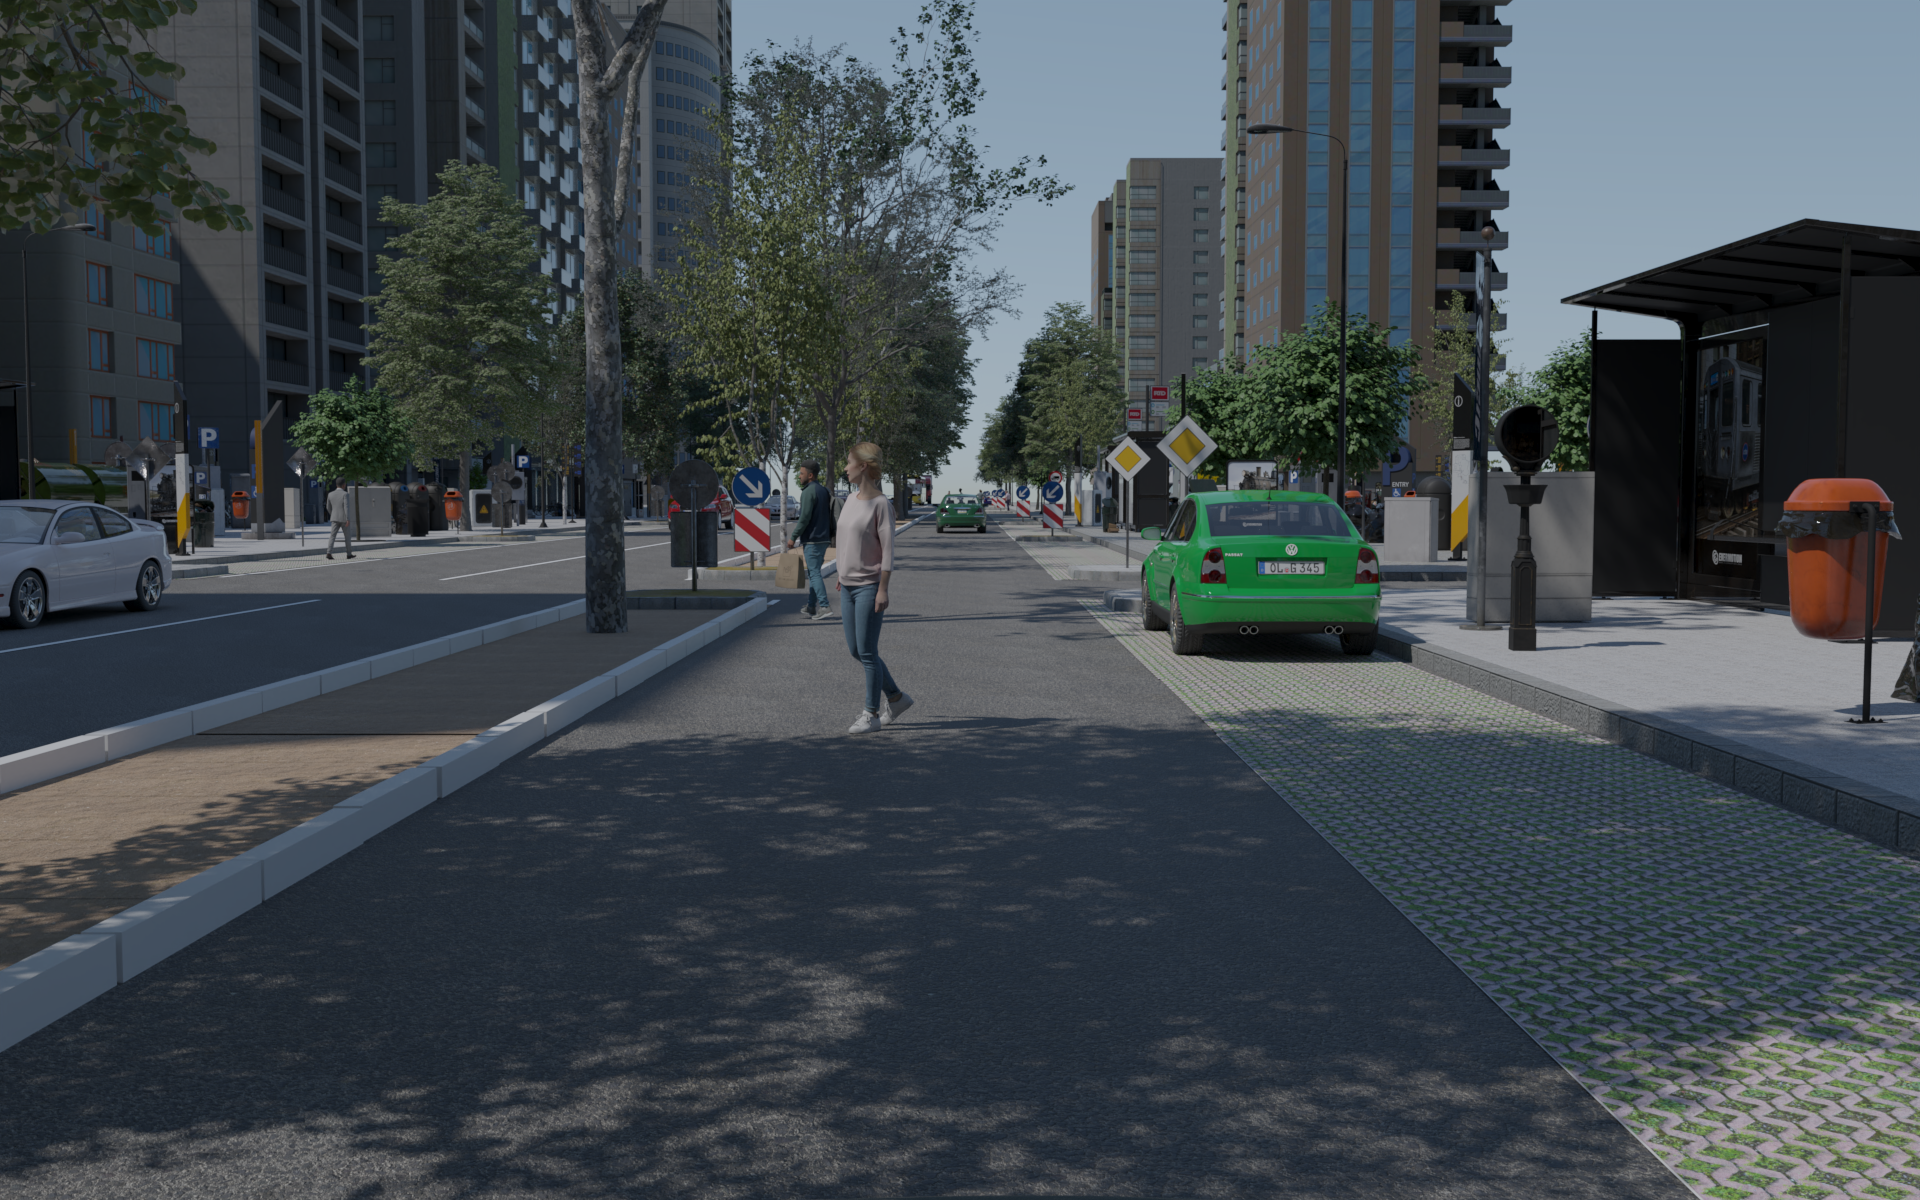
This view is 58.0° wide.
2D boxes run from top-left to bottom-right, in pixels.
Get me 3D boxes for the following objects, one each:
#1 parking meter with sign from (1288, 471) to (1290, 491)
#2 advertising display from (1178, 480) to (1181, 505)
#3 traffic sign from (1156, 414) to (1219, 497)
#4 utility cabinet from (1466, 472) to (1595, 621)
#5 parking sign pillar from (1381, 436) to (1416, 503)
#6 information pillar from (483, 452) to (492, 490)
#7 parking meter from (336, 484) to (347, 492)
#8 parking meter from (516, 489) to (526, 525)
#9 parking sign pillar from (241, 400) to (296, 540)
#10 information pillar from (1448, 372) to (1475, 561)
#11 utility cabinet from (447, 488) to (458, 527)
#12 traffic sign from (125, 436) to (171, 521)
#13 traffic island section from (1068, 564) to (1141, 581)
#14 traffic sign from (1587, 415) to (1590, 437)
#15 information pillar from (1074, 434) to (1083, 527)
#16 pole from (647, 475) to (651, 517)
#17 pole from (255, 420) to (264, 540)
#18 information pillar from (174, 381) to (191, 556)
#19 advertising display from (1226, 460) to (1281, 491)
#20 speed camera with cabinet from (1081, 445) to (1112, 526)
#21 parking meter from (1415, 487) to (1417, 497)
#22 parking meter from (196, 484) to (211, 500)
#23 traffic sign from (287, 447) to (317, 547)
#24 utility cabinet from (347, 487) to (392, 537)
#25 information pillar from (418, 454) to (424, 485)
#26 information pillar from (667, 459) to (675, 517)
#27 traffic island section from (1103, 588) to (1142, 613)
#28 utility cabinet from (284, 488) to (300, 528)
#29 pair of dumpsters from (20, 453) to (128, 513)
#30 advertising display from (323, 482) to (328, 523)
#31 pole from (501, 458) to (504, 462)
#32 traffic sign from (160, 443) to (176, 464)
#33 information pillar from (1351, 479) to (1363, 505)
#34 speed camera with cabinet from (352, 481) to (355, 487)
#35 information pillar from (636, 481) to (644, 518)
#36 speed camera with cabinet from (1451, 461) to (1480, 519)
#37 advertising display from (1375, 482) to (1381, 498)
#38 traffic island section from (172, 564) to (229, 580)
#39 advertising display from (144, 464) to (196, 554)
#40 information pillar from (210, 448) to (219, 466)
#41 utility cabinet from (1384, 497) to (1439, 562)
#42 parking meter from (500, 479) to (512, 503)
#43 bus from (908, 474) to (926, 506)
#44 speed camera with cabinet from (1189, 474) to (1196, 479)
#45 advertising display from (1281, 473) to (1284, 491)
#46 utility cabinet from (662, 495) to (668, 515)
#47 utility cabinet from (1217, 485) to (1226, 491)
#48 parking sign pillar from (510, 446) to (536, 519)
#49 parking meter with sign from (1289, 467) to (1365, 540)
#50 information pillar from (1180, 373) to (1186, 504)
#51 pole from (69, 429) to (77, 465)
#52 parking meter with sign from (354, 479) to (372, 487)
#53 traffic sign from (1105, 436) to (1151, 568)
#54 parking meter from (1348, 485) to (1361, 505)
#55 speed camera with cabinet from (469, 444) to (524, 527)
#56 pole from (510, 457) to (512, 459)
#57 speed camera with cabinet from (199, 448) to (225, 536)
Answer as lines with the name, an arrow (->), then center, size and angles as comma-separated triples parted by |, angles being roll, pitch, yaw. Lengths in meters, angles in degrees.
parking meter with sign -> 8.633, -2.899, 43.658 | 1.738, 3.016, 0.543 | -2, 4, -31
advertising display -> 9.956, -4.477, 78.406 | 0.123, 1.923, 0.974 | 0, 4, 4
traffic sign -> 2.865, -1.118, 21.928 | 0.795, 2.450, 0.064 | 0, 4, 0
utility cabinet -> 5.695, -0.528, 17.320 | 1.173, 1.500, 0.318 | 0, 4, -4
parking sign pillar -> 17.700, -4.979, 69.885 | 1.447, 3.967, 1.447 | 3, 4, 36
information pillar -> -25.884, -6.334, 94.922 | 0.504, 3.616, 0.183 | -1, 4, -20
parking meter -> -25.511, -4.024, 71.496 | 0.399, 1.863, 0.255 | 1, 4, 20
parking meter -> -18.327, -3.905, 72.265 | 0.372, 1.533, 0.369 | 0, 3, 0
parking sign pillar -> -19.732, -3.721, 49.311 | 1.447, 3.967, 1.447 | 0, 4, 3
information pillar -> 9.622, -2.558, 33.185 | 0.183, 3.616, 0.504 | -2, 4, -28
utility cabinet -> -19.791, -3.518, 66.199 | 1.173, 1.500, 0.318 | 1, 4, 12
traffic sign -> -14.050, -1.612, 29.995 | 0.795, 2.450, 0.064 | 0, 4, 0
traffic island section -> 2.918, -0.472, 29.991 | 2.009, 0.180, 2.903 | 0, 4, 0
traffic sign -> 8.664, -1.398, 22.960 | 0.768, 2.556, 0.104 | 0, 4, 1
information pillar -> 4.654, -4.694, 68.094 | 0.183, 3.616, 0.504 | -2, 4, -25
pole -> -17.072, -6.184, 94.954 | 0.158, 3.312, 0.155 | 0, 3, 0
pole -> -19.451, -3.318, 48.085 | 0.158, 3.312, 0.155 | 0, 3, 0
information pillar -> -16.081, -2.719, 35.803 | 0.183, 3.616, 0.504 | -3, 5, -45
advertising display -> 5.487, -1.673, 32.567 | 0.974, 1.923, 0.123 | 1, 4, 13
speed camera with cabinet -> 5.503, -4.610, 69.713 | 0.660, 3.252, 2.038 | 2, 4, 26
parking meter -> 12.870, -2.440, 48.309 | 0.372, 1.533, 0.369 | 0, 3, 0
parking meter -> -19.594, -2.232, 44.907 | 0.372, 1.533, 0.369 | 0, 3, 0
traffic sign -> -16.010, -2.505, 42.143 | 0.795, 2.450, 0.064 | 1, 4, 9
utility cabinet -> -17.376, -2.586, 50.968 | 1.173, 1.500, 0.318 | -2, 4, -29
information pillar -> -28.366, -6.105, 91.172 | 0.504, 3.616, 0.183 | 3, 5, 42
information pillar -> -16.061, -6.417, 96.265 | 0.504, 3.616, 0.183 | 2, 4, 35
traffic island section -> 2.889, 0.017, 22.006 | 2.009, 0.180, 2.903 | 0, 4, 0
utility cabinet -> -25.051, -3.404, 64.327 | 1.173, 1.500, 0.318 | 2, 4, 25
pair of dumpsters -> -20.513, -2.280, 39.777 | 1.574, 2.255, 4.437 | 0, 4, 0
advertising display -> -28.710, -4.463, 78.188 | 0.123, 1.923, 0.974 | -3, 4, -36
pole -> -25.983, -6.399, 98.461 | 0.158, 3.312, 0.155 | 0, 3, 0
traffic sign -> -19.720, -2.637, 43.226 | 0.768, 2.556, 0.104 | 0, 4, 1
information pillar -> 13.313, -3.276, 58.058 | 0.304, 2.012, 0.304 | -1, 4, -13
speed camera with cabinet -> -28.557, -5.483, 83.978 | 0.660, 3.252, 2.038 | 2, 4, 25
information pillar -> -17.346, -5.465, 93.836 | 0.304, 2.012, 0.304 | -3, 4, -36
speed camera with cabinet -> 19.996, -4.601, 69.562 | 0.660, 3.252, 2.038 | -3, 4, -38
advertising display -> 22.767, -5.366, 92.950 | 0.974, 1.923, 0.123 | 0, 4, 3
traffic island section -> -14.073, -0.476, 30.057 | 2.009, 0.180, 2.903 | 0, 4, 0
advertising display -> -16.770, -1.930, 36.772 | 0.974, 1.923, 0.123 | -2, 4, -25
information pillar -> -32.430, -5.130, 75.224 | 0.183, 3.616, 0.504 | 3, 5, 40
utility cabinet -> 8.582, -1.332, 32.940 | 0.306, 1.237, 1.020 | -3, 5, -42
parking meter -> -17.050, -3.631, 65.070 | 0.399, 1.863, 0.255 | -1, 4, -22
bus -> -5.757, -13.630, 214.403 | 2.896, 3.916, 12.252 | 0, 4, 1
speed camera with cabinet -> 11.549, -5.303, 81.044 | 0.660, 3.252, 2.038 | -3, 5, -43
advertising display -> 9.680, -2.940, 53.280 | 0.123, 1.923, 0.974 | 3, 4, 39
utility cabinet -> -17.908, -5.753, 105.217 | 0.306, 1.237, 1.020 | 1, 4, 19
utility cabinet -> 6.907, -2.142, 43.701 | 1.173, 1.500, 0.318 | 3, 4, 38
parking sign pillar -> -23.162, -6.295, 91.389 | 1.447, 3.967, 1.447 | 3, 4, 37
parking meter with sign -> 9.055, -2.825, 42.452 | 1.738, 3.016, 0.543 | 0, 4, 7
information pillar -> 4.363, -2.599, 33.848 | 0.183, 3.616, 0.504 | 1, 4, 9
pole -> -27.761, -3.697, 54.281 | 0.158, 3.312, 0.155 | 0, 3, 0
parking meter with sign -> -27.257, -5.067, 79.100 | 1.738, 3.016, 0.543 | 0, 4, 0
traffic sign -> 2.894, -1.607, 29.913 | 0.795, 2.450, 0.064 | 0, 4, 0
parking meter -> 11.348, -2.536, 49.877 | 0.372, 1.533, 0.369 | 0, 3, 0
speed camera with cabinet -> -18.316, -4.535, 68.484 | 2.038, 3.252, 0.660 | -2, 4, -25
pole -> -24.394, -6.150, 94.393 | 0.158, 3.312, 0.155 | 0, 3, 0
speed camera with cabinet -> -23.003, -3.604, 53.269 | 0.660, 3.252, 2.038 | -2, 4, -26
